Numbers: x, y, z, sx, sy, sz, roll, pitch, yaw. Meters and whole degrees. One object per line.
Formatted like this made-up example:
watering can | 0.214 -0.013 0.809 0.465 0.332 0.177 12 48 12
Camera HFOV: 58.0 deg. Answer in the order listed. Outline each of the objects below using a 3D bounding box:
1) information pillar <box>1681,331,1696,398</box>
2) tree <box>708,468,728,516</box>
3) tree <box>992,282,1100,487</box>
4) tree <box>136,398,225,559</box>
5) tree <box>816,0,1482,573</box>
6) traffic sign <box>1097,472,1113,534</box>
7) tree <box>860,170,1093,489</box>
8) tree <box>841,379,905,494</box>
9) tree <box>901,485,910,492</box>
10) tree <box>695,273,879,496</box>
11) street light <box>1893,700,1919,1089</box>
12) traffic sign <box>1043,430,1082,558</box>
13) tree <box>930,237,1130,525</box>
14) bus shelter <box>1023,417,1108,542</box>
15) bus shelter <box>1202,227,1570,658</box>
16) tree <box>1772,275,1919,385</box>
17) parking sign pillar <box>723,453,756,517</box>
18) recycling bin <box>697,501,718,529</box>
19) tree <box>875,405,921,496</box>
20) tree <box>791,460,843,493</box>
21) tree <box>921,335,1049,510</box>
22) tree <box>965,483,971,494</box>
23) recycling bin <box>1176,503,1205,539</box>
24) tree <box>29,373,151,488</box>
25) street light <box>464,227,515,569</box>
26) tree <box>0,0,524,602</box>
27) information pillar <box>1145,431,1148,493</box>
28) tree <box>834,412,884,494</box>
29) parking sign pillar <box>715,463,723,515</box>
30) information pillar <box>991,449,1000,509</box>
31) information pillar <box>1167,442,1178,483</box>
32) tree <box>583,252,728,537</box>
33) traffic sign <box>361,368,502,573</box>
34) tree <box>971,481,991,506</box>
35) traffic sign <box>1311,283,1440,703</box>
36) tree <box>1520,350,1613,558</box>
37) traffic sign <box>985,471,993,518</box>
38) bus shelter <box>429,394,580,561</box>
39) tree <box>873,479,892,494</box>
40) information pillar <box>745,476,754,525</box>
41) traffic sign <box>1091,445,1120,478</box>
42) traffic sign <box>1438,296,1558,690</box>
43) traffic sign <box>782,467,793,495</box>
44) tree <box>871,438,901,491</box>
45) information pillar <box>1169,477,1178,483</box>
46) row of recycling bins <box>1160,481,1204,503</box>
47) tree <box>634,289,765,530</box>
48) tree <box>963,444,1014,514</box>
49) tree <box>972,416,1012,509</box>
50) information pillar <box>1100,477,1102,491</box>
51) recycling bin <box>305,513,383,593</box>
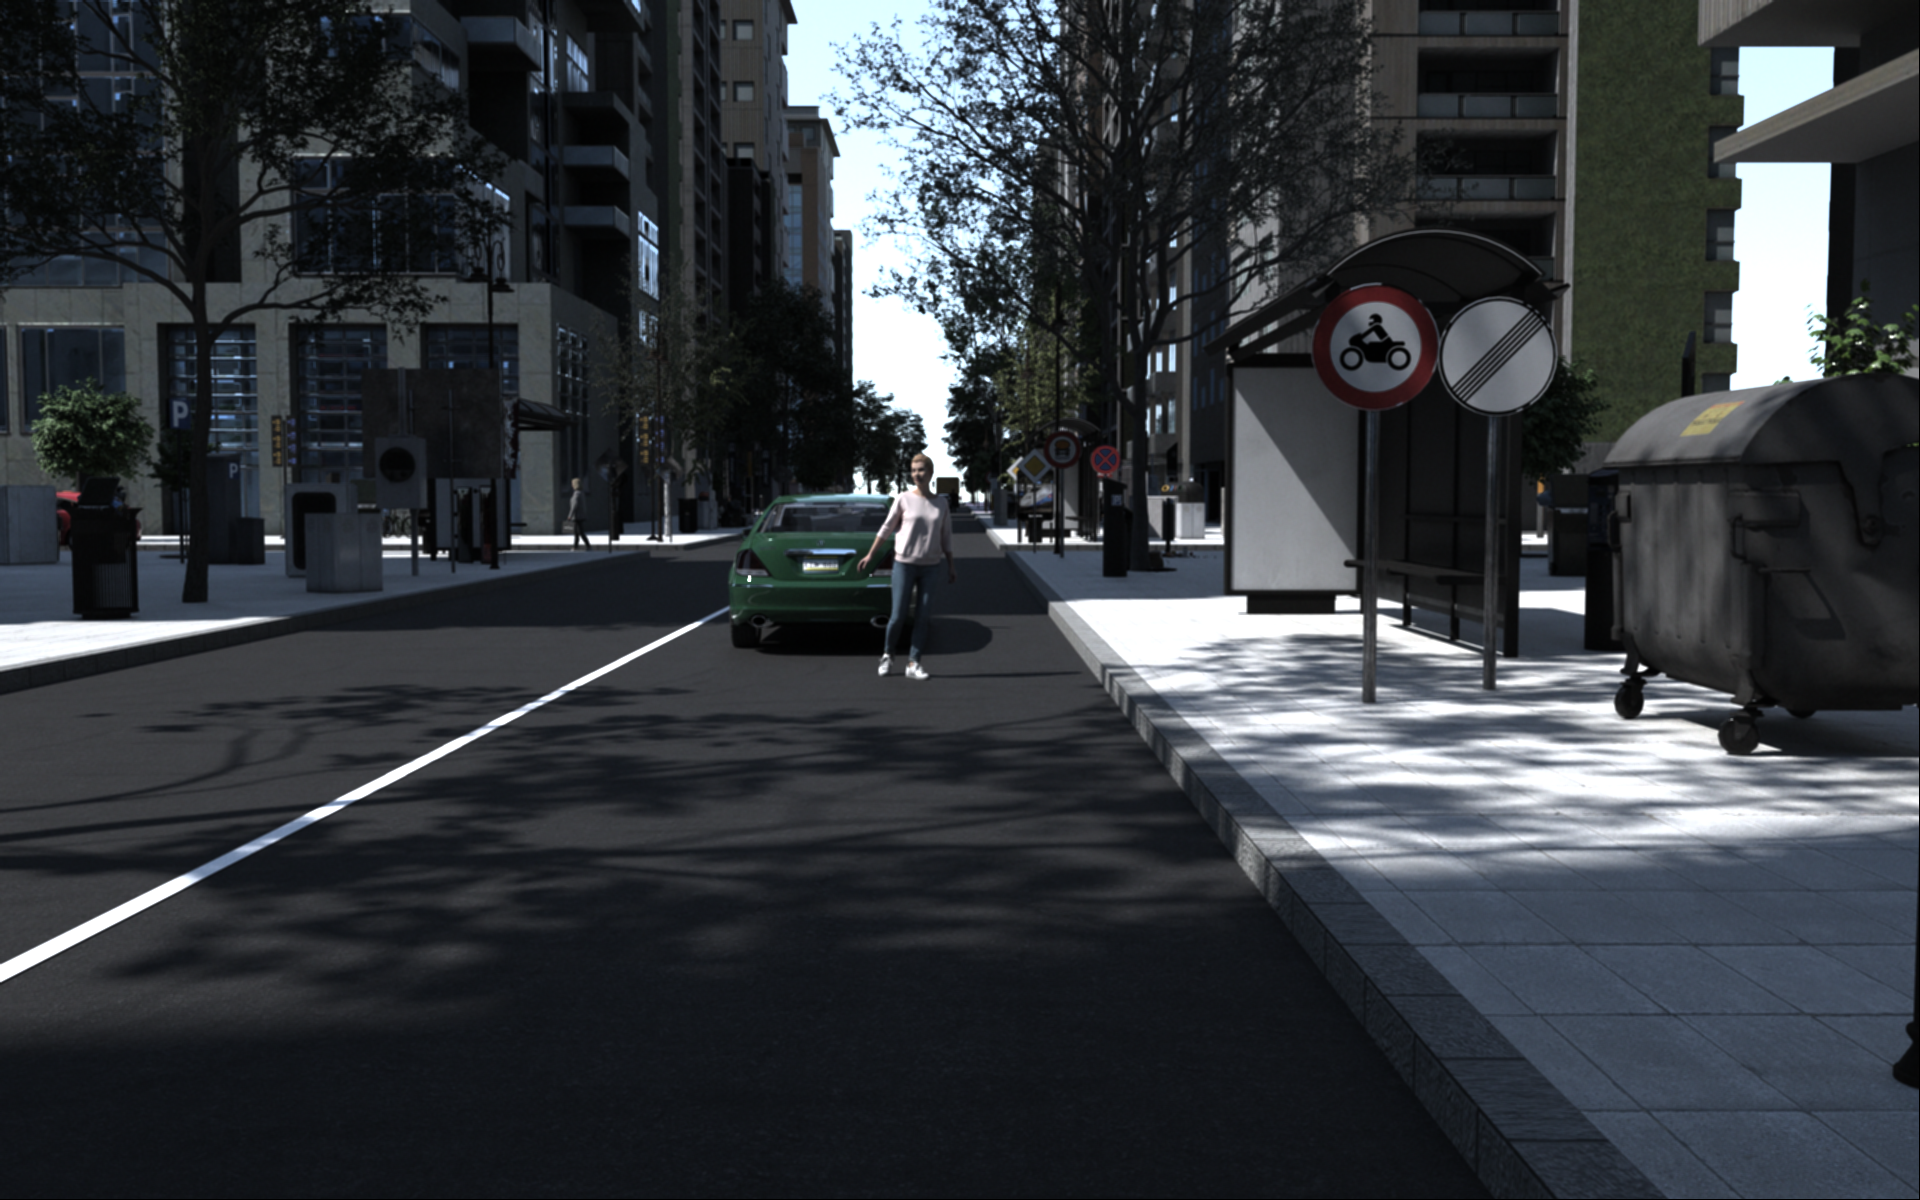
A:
information pillar | 10.414 -2.047 24.823 0.183 3.616 0.504 2 4 34
tree | -14.021 -6.414 99.475 1.663 3.219 1.824 0 3 0
tree | 2.878 -6.764 60.960 4.737 8.622 4.395 0 3 0
tree | -15.678 -2.456 34.752 1.663 3.219 1.824 0 3 0
tree | 2.887 -7.221 28.427 12.009 13.543 11.850 0 3 0
traffic sign | 4.425 -3.380 55.259 0.884 2.594 0.081 0 4 4
tree | 0.958 -15.031 101.650 12.611 20.169 13.585 0 3 0
tree | -9.174 -15.460 170.896 7.486 12.596 7.792 0 3 0
tree | -8.753 -17.339 278.094 1.663 3.219 1.824 0 3 0
tree | -8.992 -10.570 89.825 9.611 12.733 9.660 0 3 0
street light | 2.139 -1.885 3.604 0.468 5.910 1.993 0 3 0
traffic sign | 2.053 -2.121 34.791 0.768 2.556 0.104 0 4 2
tree | 2.940 -8.904 71.338 9.928 11.665 9.643 0 3 0
bus shelter | 2.876 -3.334 48.427 2.014 3.302 5.546 0 3 0
bus shelter | 3.606 -1.345 15.920 2.014 3.302 5.546 0 3 0
tree | 8.092 -1.271 15.379 1.663 3.219 1.824 0 3 0
parking sign pillar | -12.075 -6.602 96.416 1.447 3.967 1.447 -2 4 -31
recycling bin | -9.330 -3.095 63.160 0.722 1.027 0.722 3 4 37
tree | -8.548 -20.760 246.084 9.857 13.997 8.962 0 3 0
tree | -8.467 -7.237 102.045 4.285 4.588 4.351 0 3 0
tree | 2.669 -14.145 137.921 9.857 13.997 8.962 0 3 0
tree | 1.522 -15.554 248.901 1.663 3.219 1.824 0 3 0
recycling bin | 6.567 -2.250 49.347 0.722 1.027 0.722 0 4 -2
tree | -23.605 -3.877 47.097 4.285 4.588 4.351 0 3 0
street light | -7.979 -3.470 29.515 0.468 5.910 1.993 0 3 0
tree | -8.773 -5.259 20.396 7.601 10.594 8.767 -2 4 -27
information pillar | 6.902 -4.471 64.450 0.183 3.616 0.504 0 4 -3
tree | -9.341 -11.812 143.485 4.737 8.622 4.395 0 3 0
parking sign pillar | -14.527 -7.041 103.598 1.447 3.967 1.447 1 4 10
information pillar | 1.836 -5.996 89.392 0.504 3.616 0.183 0 4 -3
information pillar | 9.516 -5.278 77.647 0.504 3.616 0.183 1 4 19
tree | -9.061 -6.214 51.968 4.360 8.622 3.978 0 3 0
traffic sign | -8.576 -2.095 28.122 2.265 3.308 0.079 0 4 1
tree | 2.668 -12.138 193.054 1.663 3.219 1.824 0 3 0
traffic sign | 2.515 -0.640 10.572 0.768 2.556 0.104 0 4 5
tree | 11.585 -3.168 35.514 4.285 4.588 4.351 0 3 0
traffic sign | 1.732 -5.716 93.558 0.768 2.556 0.104 0 4 5
bus shelter | -9.416 -2.552 35.651 2.014 3.302 5.546 0 4 0
tree | -8.516 -11.677 185.527 1.663 3.219 1.824 0 3 0
information pillar | -8.711 -4.102 71.562 0.304 2.012 0.304 0 4 6
traffic sign | 3.752 -2.727 44.696 0.768 2.556 0.104 0 4 7
traffic sign | 3.475 -0.684 11.290 0.768 2.556 0.104 0 4 1
traffic sign | -8.276 -5.012 82.049 0.768 2.556 0.104 0 4 2
tree | -9.152 -15.874 209.895 4.360 8.622 3.978 0 3 0
information pillar | 8.980 -4.190 72.995 0.304 2.012 0.304 2 4 30
row of recycling bins | 7.341 -3.053 57.024 1.069 1.692 3.534 0 4 -4
tree | -9.134 -6.803 61.587 4.737 8.622 4.395 0 3 0
tree | 2.221 -7.856 112.165 4.285 4.588 4.351 0 3 0
tree | 2.935 -13.609 172.864 4.360 8.622 3.978 0 3 0
information pillar | 9.786 -7.778 118.528 0.504 3.616 0.183 1 4 19
recycling bin | -8.111 -0.627 22.803 0.722 1.027 0.722 3 4 37
